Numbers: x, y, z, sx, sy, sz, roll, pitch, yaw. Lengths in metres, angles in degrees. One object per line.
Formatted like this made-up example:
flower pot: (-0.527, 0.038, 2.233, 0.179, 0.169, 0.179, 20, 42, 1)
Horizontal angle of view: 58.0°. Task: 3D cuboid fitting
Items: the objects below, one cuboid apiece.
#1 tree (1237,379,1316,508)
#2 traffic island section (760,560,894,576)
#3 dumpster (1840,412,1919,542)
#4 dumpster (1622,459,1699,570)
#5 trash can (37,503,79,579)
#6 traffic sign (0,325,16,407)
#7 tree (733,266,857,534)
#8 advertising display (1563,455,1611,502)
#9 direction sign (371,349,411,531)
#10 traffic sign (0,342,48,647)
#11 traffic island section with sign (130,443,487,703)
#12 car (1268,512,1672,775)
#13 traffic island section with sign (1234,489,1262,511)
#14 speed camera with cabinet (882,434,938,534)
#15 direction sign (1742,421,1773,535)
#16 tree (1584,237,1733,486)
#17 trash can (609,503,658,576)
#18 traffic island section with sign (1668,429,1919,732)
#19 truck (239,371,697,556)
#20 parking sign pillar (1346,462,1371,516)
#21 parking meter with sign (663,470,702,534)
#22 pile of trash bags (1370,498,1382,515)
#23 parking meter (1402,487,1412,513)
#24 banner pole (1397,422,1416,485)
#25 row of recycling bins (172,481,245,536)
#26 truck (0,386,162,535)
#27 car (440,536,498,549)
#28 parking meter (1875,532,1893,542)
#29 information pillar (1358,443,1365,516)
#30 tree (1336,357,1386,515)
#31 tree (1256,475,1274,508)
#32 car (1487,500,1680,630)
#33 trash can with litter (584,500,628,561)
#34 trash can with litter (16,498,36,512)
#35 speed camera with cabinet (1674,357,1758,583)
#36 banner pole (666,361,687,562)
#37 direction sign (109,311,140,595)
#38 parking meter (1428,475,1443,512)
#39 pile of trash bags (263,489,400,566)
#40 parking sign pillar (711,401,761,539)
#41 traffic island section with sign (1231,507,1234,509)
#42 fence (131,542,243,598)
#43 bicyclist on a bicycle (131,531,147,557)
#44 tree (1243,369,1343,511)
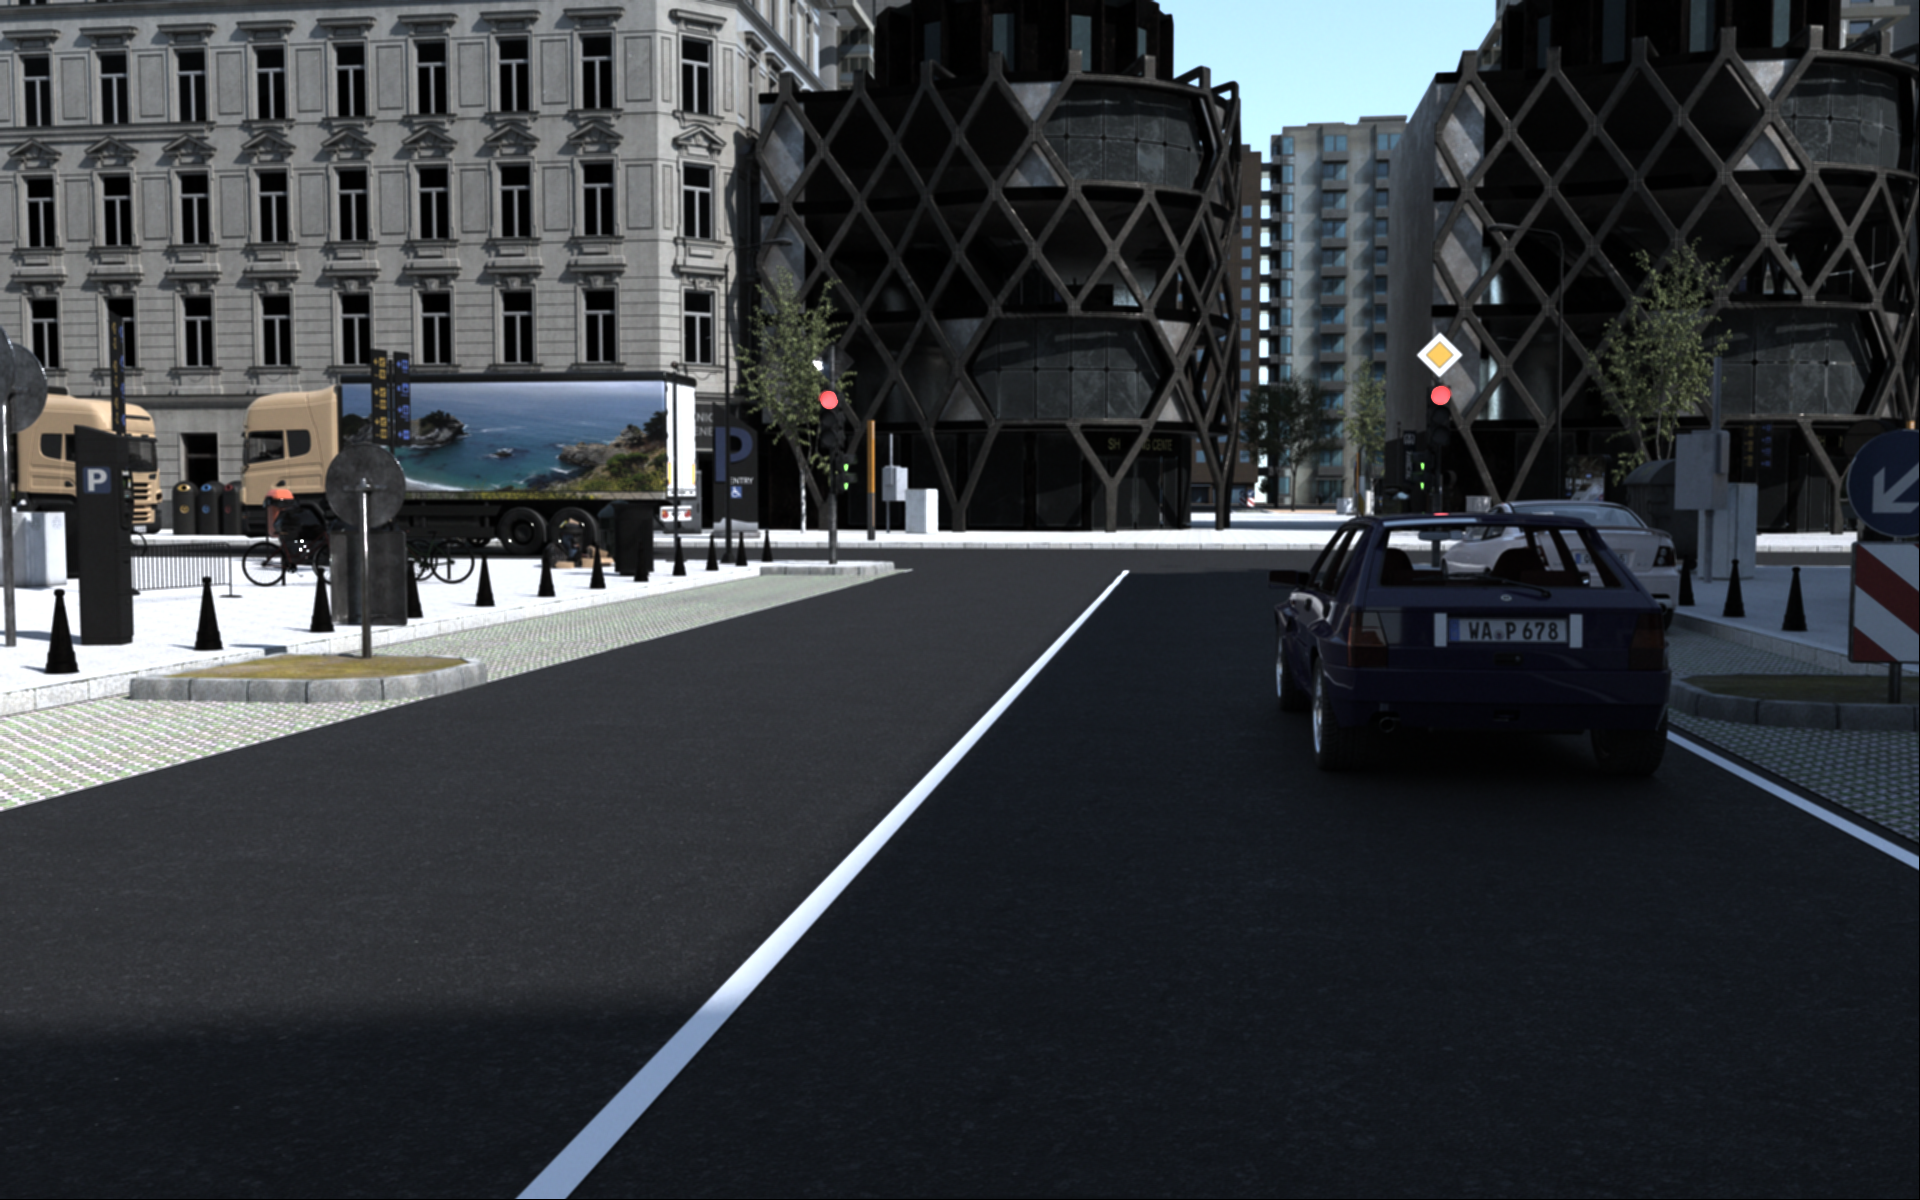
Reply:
tree: (28.637, -14.158, 157.235, 9.928, 11.665, 9.643, 0, 3, 0)
traffic island section: (-2.348, -0.580, 31.764, 2.009, 0.180, 2.903, 0, 4, 8)
dumpster: (11.436, -1.087, 20.267, 1.502, 2.255, 1.985, 0, 4, 8)
dumpster: (11.750, -1.391, 28.504, 1.264, 1.857, 1.865, 0, 4, 8)
trash can: (-13.590, -0.897, 26.325, 0.748, 1.137, 0.748, 0, 3, 0)
traffic sign: (-6.849, -0.724, 11.943, 0.768, 2.556, 0.104, 1, 4, 12)
tree: (-5.105, -6.428, 55.465, 4.737, 8.622, 4.395, 0, 3, 0)
advertising display: (10.381, -1.437, 28.710, 0.123, 1.923, 0.974, -1, 4, -22)
direction sign: (-9.009, -2.171, 27.489, 0.379, 3.537, 0.876, 1, 4, 21)
traffic sign: (-7.987, -0.880, 14.497, 0.768, 2.556, 0.104, 1, 4, 9)
traffic island section with sign: (-4.630, -0.253, 12.764, 1.989, 1.847, 2.006, 0, 4, 8)
car: (2.841, 0.143, 10.239, 1.945, 1.354, 3.894, 0, 4, 6)
traffic island section with sign: (23.989, -8.253, 143.572, 1.989, 1.847, 2.006, 0, 4, 8)
speed camera with cabinet: (-1.632, -3.804, 56.529, 2.038, 3.252, 0.660, 3, 5, 43)
direction sign: (24.911, -3.802, 54.164, 0.379, 3.537, 0.876, -3, 5, -43)
tree: (20.420, -6.119, 50.415, 4.737, 8.622, 4.395, 0, 3, 0)
trash can: (-5.118, -0.950, 27.193, 0.748, 1.137, 0.748, 0, 3, 0)
traffic island section with sign: (5.743, -0.165, 11.327, 1.989, 1.847, 2.006, 0, 4, 8)
truck: (-12.071, -3.211, 41.415, 11.283, 4.237, 2.839, 0, 4, 8)
parking sign pillar: (23.817, -7.035, 103.502, 1.447, 3.967, 1.447, 1, 4, 13)
parking meter with sign: (-8.649, -3.623, 55.491, 1.738, 3.016, 0.543, -1, 4, -11)
pile of trash bags: (24.897, -5.503, 99.723, 1.912, 1.369, 3.447, 2, 4, 31)
parking meter: (15.701, -3.212, 60.935, 0.372, 1.533, 0.369, 0, 3, 0)
banner pole: (15.371, -4.274, 59.890, 0.863, 3.779, 0.401, 0, 4, -7)
row of recycling bins: (-22.911, -2.864, 53.942, 3.534, 1.692, 1.069, 1, 4, 14)
truck: (-25.889, -3.419, 44.809, 11.283, 4.237, 2.839, 0, 4, 7)
car: (-14.508, -2.302, 46.442, 4.718, 1.807, 1.959, 0, 4, 8)
parking meter: (9.404, -0.726, 17.584, 0.255, 1.863, 0.399, 2, 4, 32)
information pillar: (18.510, -5.408, 79.774, 0.183, 3.616, 0.504, 3, 5, 39)
tree: (21.922, -8.648, 91.757, 4.737, 8.622, 4.395, 0, 3, 0)
tree: (28.702, -10.339, 163.643, 1.663, 3.219, 1.824, 0, 3, 0)
car: (6.659, -0.442, 19.589, 2.083, 1.381, 4.827, 0, 4, 6)
trash can with litter: (-6.607, -1.294, 32.538, 0.624, 1.170, 1.055, 2, 4, 27)
trash can with litter: (-16.754, -1.227, 31.124, 2.233, 1.210, 1.678, 3, 5, 42)
speed camera with cabinet: (11.223, -1.917, 25.675, 0.660, 3.252, 2.038, 3, 5, 41)
banner pole: (-5.360, -2.603, 32.570, 0.401, 3.779, 0.863, 0, 4, -8)
direction sign: (-10.625, -1.829, 21.904, 0.379, 3.537, 0.876, -1, 4, -18)
parking meter: (14.211, -2.819, 51.794, 0.399, 1.863, 0.255, -3, 5, -41)
pile of trash bags: (-11.835, -1.365, 32.075, 3.447, 1.369, 1.912, 3, 4, 37)
parking sign pillar: (-6.531, -3.785, 50.354, 1.447, 3.967, 1.447, 0, 4, -7)
traffic island section with sign: (27.673, -9.887, 170.275, 1.989, 1.847, 2.006, 0, 4, 8)
fence: (-9.398, -0.318, 20.577, 0.278, 0.683, 2.069, 1, 4, 20)
bicyclist on a bicycle: (-18.470, -1.695, 37.728, 1.625, 1.676, 1.499, 1, 4, 10)
tree: (24.978, -11.980, 130.283, 8.767, 10.594, 7.601, 2, 4, 33)
